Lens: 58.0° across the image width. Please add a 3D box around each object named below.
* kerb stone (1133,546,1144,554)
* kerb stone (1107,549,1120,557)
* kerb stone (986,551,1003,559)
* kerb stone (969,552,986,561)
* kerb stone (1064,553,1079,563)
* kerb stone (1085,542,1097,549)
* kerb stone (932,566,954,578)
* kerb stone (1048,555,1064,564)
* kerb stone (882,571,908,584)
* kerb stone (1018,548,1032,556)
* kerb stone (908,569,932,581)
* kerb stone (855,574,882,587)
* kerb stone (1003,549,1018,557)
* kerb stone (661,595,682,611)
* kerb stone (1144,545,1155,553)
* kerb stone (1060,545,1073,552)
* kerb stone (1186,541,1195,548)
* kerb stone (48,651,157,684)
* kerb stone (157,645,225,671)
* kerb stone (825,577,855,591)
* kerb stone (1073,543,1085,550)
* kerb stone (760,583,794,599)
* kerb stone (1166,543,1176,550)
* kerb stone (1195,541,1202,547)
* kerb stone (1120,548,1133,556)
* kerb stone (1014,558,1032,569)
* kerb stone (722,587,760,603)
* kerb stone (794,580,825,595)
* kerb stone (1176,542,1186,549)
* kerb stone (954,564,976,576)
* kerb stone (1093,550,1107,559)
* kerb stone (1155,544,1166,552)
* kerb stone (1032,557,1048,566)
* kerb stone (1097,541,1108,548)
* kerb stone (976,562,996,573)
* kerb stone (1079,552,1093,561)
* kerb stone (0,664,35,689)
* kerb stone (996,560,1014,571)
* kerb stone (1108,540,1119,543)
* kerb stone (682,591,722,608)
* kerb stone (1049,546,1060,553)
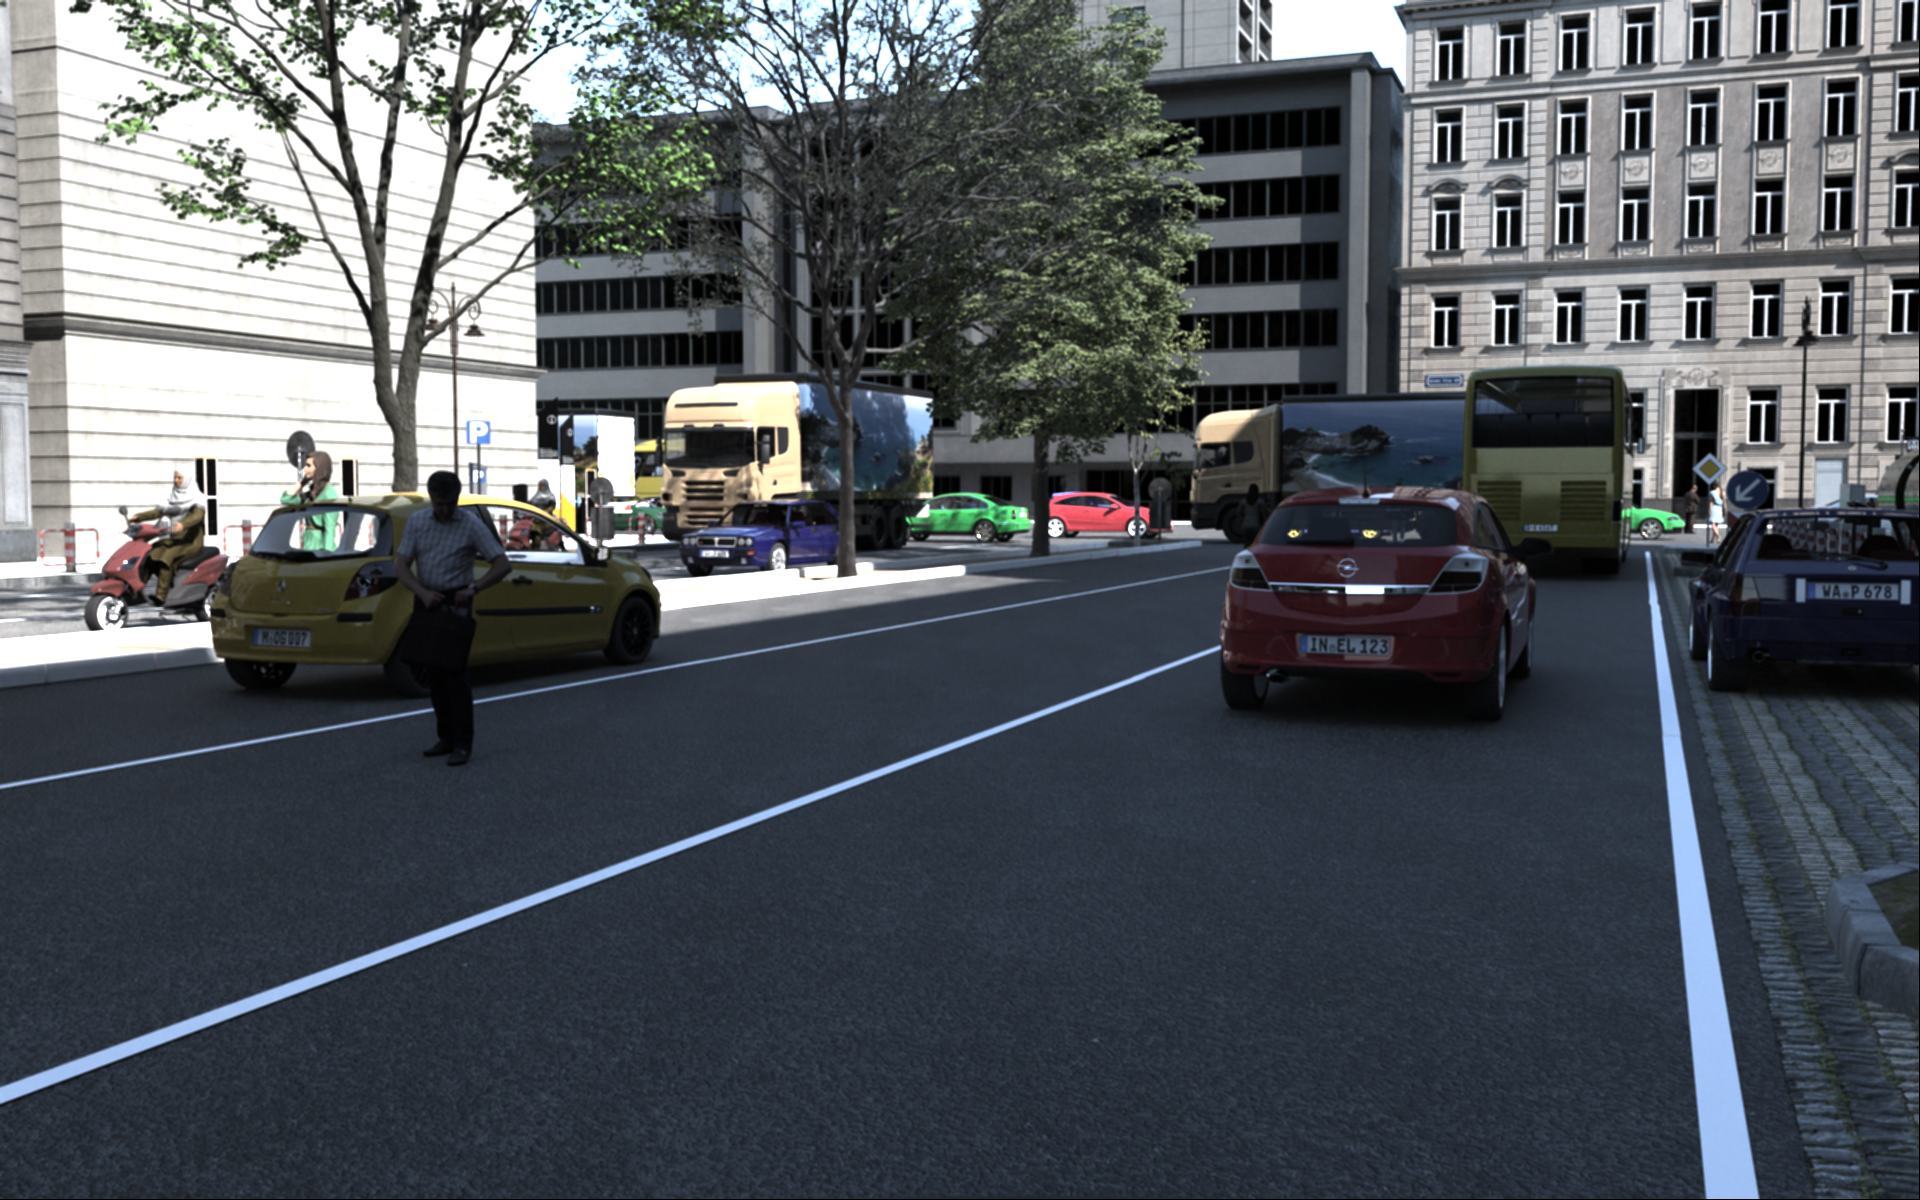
[{"bbox_3d":[4.142,-1.173,41.376,0.120,0.150,1.000,1,4,21],"label":"kerb stone"},{"bbox_3d":[3.382,-1.055,39.453,0.120,0.150,1.000,1,4,21],"label":"kerb stone"},{"bbox_3d":[0.657,-0.981,38.229,0.120,0.150,1.000,1,4,21],"label":"kerb stone"},{"bbox_3d":[0.270,-0.923,37.279,0.120,0.150,1.000,1,4,21],"label":"kerb stone"},{"bbox_3d":[2.251,-0.873,36.565,0.120,0.150,1.000,1,4,21],"label":"kerb stone"},{"bbox_3d":[3.285,-1.392,44.952,0.120,0.150,1.000,1,4,21],"label":"kerb stone"},{"bbox_3d":[-0.382,-0.469,29.869,0.120,0.150,1.000,1,4,21],"label":"kerb stone"},{"bbox_3d":[1.876,-0.818,35.610,0.120,0.150,1.000,1,4,21],"label":"kerb stone"},{"bbox_3d":[-1.134,-0.352,27.952,0.120,0.150,1.000,1,4,21],"label":"kerb stone"},{"bbox_3d":[1.402,-1.098,40.141,0.120,0.150,1.000,1,4,21],"label":"kerb stone"},{"bbox_3d":[-0.750,-0.411,28.908,0.120,0.150,1.000,1,4,21],"label":"kerb stone"},{"bbox_3d":[-1.510,-0.293,26.993,0.120,0.150,1.000,1,4,21],"label":"kerb stone"},{"bbox_3d":[1.029,-1.039,39.185,0.120,0.150,1.000,1,4,21],"label":"kerb stone"},{"bbox_3d":[-3.752,0.058,21.246,0.120,0.150,1.000,1,4,21],"label":"kerb stone"},{"bbox_3d":[4.518,-1.231,42.330,0.120,0.150,1.000,1,4,21],"label":"kerb stone"},{"bbox_3d":[2.538,-1.271,43.028,0.120,0.150,1.000,1,4,21],"label":"kerb stone"},{"bbox_3d":[6.034,-1.468,46.193,0.120,0.150,1.000,1,4,21],"label":"kerb stone"},{"bbox_3d":[-6.762,0.527,13.574,0.120,0.150,1.000,1,4,21],"label":"kerb stone"},{"bbox_3d":[-6.389,0.473,14.539,0.120,0.150,1.000,1,4,21],"label":"kerb stone"},{"bbox_3d":[-1.880,-0.235,26.036,0.120,0.150,1.000,1,4,21],"label":"kerb stone"},{"bbox_3d":[2.909,-1.333,43.987,0.120,0.150,1.000,1,4,21],"label":"kerb stone"},{"bbox_3d":[-2.627,-0.116,24.121,0.120,0.150,1.000,1,4,21],"label":"kerb stone"},{"bbox_3d":[5.277,-1.350,44.269,0.120,0.150,1.000,1,4,21],"label":"kerb stone"},{"bbox_3d":[6.406,-1.525,47.150,0.120,0.150,1.000,1,4,21],"label":"kerb stone"},{"bbox_3d":[3.774,-1.114,40.413,0.120,0.150,1.000,1,4,21],"label":"kerb stone"},{"bbox_3d":[1.135,-0.702,33.696,0.120,0.150,1.000,1,4,21],"label":"kerb stone"},{"bbox_3d":[-3.004,-0.059,23.166,0.120,0.150,1.000,1,4,21],"label":"kerb stone"},{"bbox_3d":[-2.260,-0.177,25.081,0.120,0.150,1.000,1,4,21],"label":"kerb stone"},{"bbox_3d":[5.648,-1.409,45.226,0.120,0.150,1.000,1,4,21],"label":"kerb stone"},{"bbox_3d":[0.007,-0.528,30.823,0.120,0.150,1.000,1,4,21],"label":"kerb stone"},{"bbox_3d":[3.009,-0.994,38.476,0.120,0.150,1.000,1,4,21],"label":"kerb stone"},{"bbox_3d":[4.893,-1.290,43.294,0.120,0.150,1.000,1,4,21],"label":"kerb stone"},{"bbox_3d":[1.504,-0.759,34.654,0.120,0.150,1.000,1,4,21],"label":"kerb stone"},{"bbox_3d":[3.667,-1.450,45.905,0.120,0.150,1.000,1,4,21],"label":"kerb stone"},{"bbox_3d":[0.385,-0.587,31.786,0.120,0.150,1.000,1,4,21],"label":"kerb stone"},{"bbox_3d":[2.623,-0.936,37.525,0.120,0.150,1.000,1,4,21],"label":"kerb stone"},{"bbox_3d":[-7.140,0.586,12.619,0.120,0.150,1.000,1,4,21],"label":"kerb stone"},{"bbox_3d":[0.757,-0.645,32.743,0.120,0.150,1.000,1,4,21],"label":"kerb stone"},{"bbox_3d":[4.039,-1.509,46.862,0.120,0.150,1.000,1,4,21],"label":"kerb stone"},{"bbox_3d":[-3.388,-0.001,22.206,0.120,0.150,1.000,1,4,21],"label":"kerb stone"},{"bbox_3d":[2.153,-1.215,42.066,0.120,0.150,1.000,1,4,21],"label":"kerb stone"}]
